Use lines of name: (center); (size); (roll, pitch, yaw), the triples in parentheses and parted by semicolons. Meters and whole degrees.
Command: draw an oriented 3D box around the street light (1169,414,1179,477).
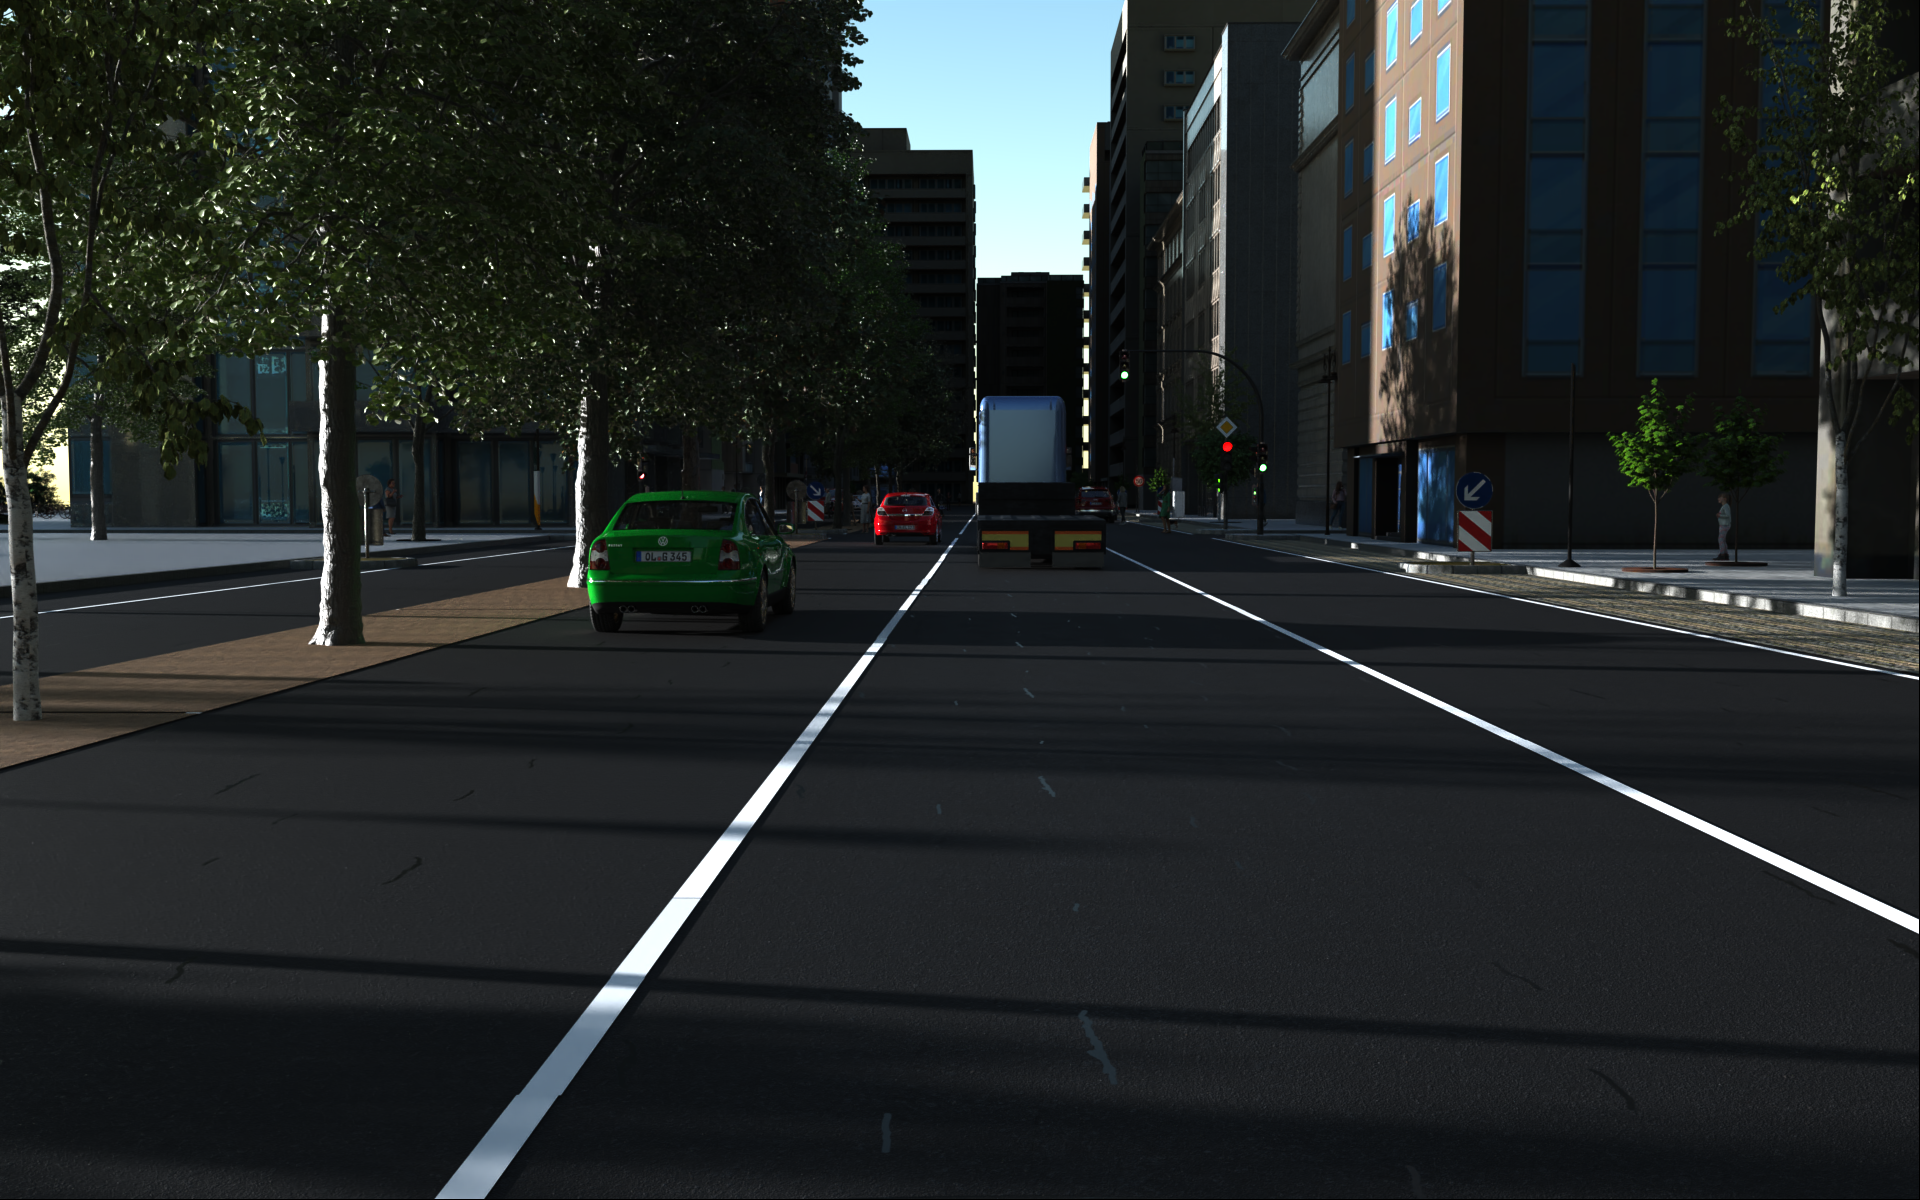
street light: (12.278, -7.739, 99.328); (0.468, 5.910, 1.993); (0, 4, 1)

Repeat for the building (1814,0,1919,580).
building: (23.818, -23.929, 14.945); (21.300, 48.544, 21.600); (0, 4, 1)

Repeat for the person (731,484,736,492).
person: (-14.205, -6.365, 109.470); (0.474, 1.900, 0.648); (1, 4, 21)

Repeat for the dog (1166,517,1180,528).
dog: (8.805, -3.217, 71.879); (0.540, 0.507, 0.406); (-2, 4, -31)

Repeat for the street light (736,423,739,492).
street light: (-13.018, -7.839, 100.956); (0.468, 5.910, 1.993); (0, 4, 1)

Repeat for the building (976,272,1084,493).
building: (9.073, -27.937, 228.476); (14.107, 30.474, 14.160); (0, 4, 1)

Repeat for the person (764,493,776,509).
person: (-8.121, -4.009, 74.063); (0.555, 1.821, 0.388); (-2, 4, -23)

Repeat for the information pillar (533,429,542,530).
information pillar: (-15.205, -4.335, 62.234); (0.183, 3.616, 0.504); (-2, 4, -29)

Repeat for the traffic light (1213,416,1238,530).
traffic light: (9.604, -4.508, 62.629); (0.839, 4.253, 0.868); (0, 4, 1)

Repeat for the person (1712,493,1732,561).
person: (14.711, -1.412, 33.412); (0.394, 1.301, 0.425); (0, 4, -2)

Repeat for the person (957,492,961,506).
person: (-0.141, -11.860, 203.197); (0.721, 1.735, 1.217); (-1, 4, -19)

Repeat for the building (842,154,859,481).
building: (-19.302, -31.989, 206.622); (14.086, 41.232, 14.154); (0, 4, 1)

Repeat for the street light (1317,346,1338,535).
street light: (11.544, -4.982, 54.245); (0.468, 5.910, 1.993); (0, 4, 1)

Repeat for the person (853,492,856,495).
person: (-11.840, -11.683, 197.024); (0.705, 1.831, 1.348); (2, 4, 34)

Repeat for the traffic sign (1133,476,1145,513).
traffic sign: (12.296, -7.271, 118.991); (0.768, 2.556, 0.104); (0, 4, 4)

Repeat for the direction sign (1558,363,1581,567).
direction sign: (10.723, -2.347, 30.371); (0.379, 3.537, 0.876); (1, 4, 22)

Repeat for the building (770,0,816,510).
building: (-24.339, -30.454, 152.546); (22.147, 44.769, 28.867); (0, 4, 1)

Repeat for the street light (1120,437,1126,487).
street light: (12.933, -10.034, 136.849); (0.468, 5.910, 1.993); (0, 4, 1)

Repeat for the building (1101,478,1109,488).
building: (31.610, -30.174, 185.219); (32.217, 40.220, 23.993); (0, 4, 1)

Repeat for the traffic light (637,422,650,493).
traffic light: (-9.462, -5.401, 62.978); (4.771, 5.953, 1.251); (0, 4, 1)

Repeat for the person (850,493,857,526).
person: (-4.969, -4.233, 78.049); (0.599, 1.781, 0.374); (0, 4, 3)

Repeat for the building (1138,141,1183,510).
building: (21.817, -22.810, 144.637); (14.160, 30.474, 14.107); (0, 4, 1)

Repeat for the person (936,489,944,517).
person: (-1.273, -6.018, 107.309); (0.576, 1.772, 0.534); (3, 4, 36)

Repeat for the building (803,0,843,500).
building: (-23.943, -39.075, 180.874); (21.231, 58.520, 28.212); (0, 4, 1)

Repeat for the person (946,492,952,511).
person: (-0.933, -8.539, 149.575); (0.593, 1.643, 0.415); (2, 4, 25)

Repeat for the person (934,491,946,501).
person: (-1.746, -8.853, 154.041); (1.217, 1.735, 0.721); (-1, 4, -18)

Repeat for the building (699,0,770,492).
building: (-22.038, -27.315, 130.198); (14.154, 41.232, 14.086); (0, 4, 1)

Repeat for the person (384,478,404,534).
person: (-18.060, -2.982, 55.152); (0.532, 1.782, 0.716); (0, 4, 5)

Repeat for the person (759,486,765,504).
person: (-13.626, -6.947, 119.653); (0.654, 1.822, 0.581); (-1, 4, -21)

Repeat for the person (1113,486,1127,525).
person: (7.430, -4.348, 79.764); (0.709, 1.800, 0.728); (-2, 4, -28)

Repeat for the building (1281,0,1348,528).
building: (23.624, -14.690, 69.059); (19.941, 23.489, 11.050); (0, 4, 1)

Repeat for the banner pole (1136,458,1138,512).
banner pole: (12.385, -8.023, 121.193); (0.401, 3.779, 0.863); (1, 4, 12)

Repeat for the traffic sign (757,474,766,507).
traffic sign: (-12.458, -6.684, 109.394); (0.768, 2.556, 0.104); (0, 4, 5)

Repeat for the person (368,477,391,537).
person: (-17.614, -2.818, 52.298); (0.721, 1.800, 0.419); (1, 4, 23)

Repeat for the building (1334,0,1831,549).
building: (18.395, -24.179, 45.433); (14.600, 45.320, 14.200); (0, 4, 1)

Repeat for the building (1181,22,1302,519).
building: (19.558, -17.067, 97.065); (12.078, 24.808, 19.932); (0, 4, 1)

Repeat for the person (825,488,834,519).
person: (-7.621, -5.601, 100.556); (0.515, 1.767, 0.782); (-1, 4, -17)

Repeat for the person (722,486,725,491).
person: (-15.116, -6.401, 111.126); (0.534, 1.772, 0.576); (-1, 4, -19)

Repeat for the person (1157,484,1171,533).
person: (7.542, -3.336, 63.283); (0.529, 1.795, 0.600); (-2, 4, -31)

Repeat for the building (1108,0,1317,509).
building: (25.411, -32.943, 162.315); (21.300, 48.544, 21.600); (0, 4, 1)

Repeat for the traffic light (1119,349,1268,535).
traffic light: (7.372, -4.885, 54.540); (4.771, 5.953, 1.251); (0, 4, 1)

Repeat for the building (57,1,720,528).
building: (-24.119, -28.020, 77.729); (23.786, 49.044, 30.456); (0, 4, 1)

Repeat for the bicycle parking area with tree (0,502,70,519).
bicycle parking area with tree: (-54.827, -6.685, 96.309); (9.016, 4.147, 8.231); (-1, 4, -18)

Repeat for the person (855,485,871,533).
person: (-3.523, -3.308, 63.156); (0.480, 1.755, 0.524); (3, 5, 42)

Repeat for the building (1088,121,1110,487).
building: (22.525, -33.894, 204.284); (14.600, 45.320, 14.200); (0, 4, 1)

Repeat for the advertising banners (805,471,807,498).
advertising banners: (-11.916, -8.304, 131.953); (0.090, 3.025, 2.074); (1, 4, 11)

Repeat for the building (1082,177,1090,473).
building: (31.643, -37.563, 233.757); (30.456, 49.044, 23.786); (0, 4, 1)

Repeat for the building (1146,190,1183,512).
building: (22.499, -17.670, 122.185); (16.112, 22.955, 30.059); (0, 4, 1)

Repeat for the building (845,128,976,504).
building: (-8.706, -37.229, 232.396); (21.600, 48.544, 21.300); (0, 4, 1)
